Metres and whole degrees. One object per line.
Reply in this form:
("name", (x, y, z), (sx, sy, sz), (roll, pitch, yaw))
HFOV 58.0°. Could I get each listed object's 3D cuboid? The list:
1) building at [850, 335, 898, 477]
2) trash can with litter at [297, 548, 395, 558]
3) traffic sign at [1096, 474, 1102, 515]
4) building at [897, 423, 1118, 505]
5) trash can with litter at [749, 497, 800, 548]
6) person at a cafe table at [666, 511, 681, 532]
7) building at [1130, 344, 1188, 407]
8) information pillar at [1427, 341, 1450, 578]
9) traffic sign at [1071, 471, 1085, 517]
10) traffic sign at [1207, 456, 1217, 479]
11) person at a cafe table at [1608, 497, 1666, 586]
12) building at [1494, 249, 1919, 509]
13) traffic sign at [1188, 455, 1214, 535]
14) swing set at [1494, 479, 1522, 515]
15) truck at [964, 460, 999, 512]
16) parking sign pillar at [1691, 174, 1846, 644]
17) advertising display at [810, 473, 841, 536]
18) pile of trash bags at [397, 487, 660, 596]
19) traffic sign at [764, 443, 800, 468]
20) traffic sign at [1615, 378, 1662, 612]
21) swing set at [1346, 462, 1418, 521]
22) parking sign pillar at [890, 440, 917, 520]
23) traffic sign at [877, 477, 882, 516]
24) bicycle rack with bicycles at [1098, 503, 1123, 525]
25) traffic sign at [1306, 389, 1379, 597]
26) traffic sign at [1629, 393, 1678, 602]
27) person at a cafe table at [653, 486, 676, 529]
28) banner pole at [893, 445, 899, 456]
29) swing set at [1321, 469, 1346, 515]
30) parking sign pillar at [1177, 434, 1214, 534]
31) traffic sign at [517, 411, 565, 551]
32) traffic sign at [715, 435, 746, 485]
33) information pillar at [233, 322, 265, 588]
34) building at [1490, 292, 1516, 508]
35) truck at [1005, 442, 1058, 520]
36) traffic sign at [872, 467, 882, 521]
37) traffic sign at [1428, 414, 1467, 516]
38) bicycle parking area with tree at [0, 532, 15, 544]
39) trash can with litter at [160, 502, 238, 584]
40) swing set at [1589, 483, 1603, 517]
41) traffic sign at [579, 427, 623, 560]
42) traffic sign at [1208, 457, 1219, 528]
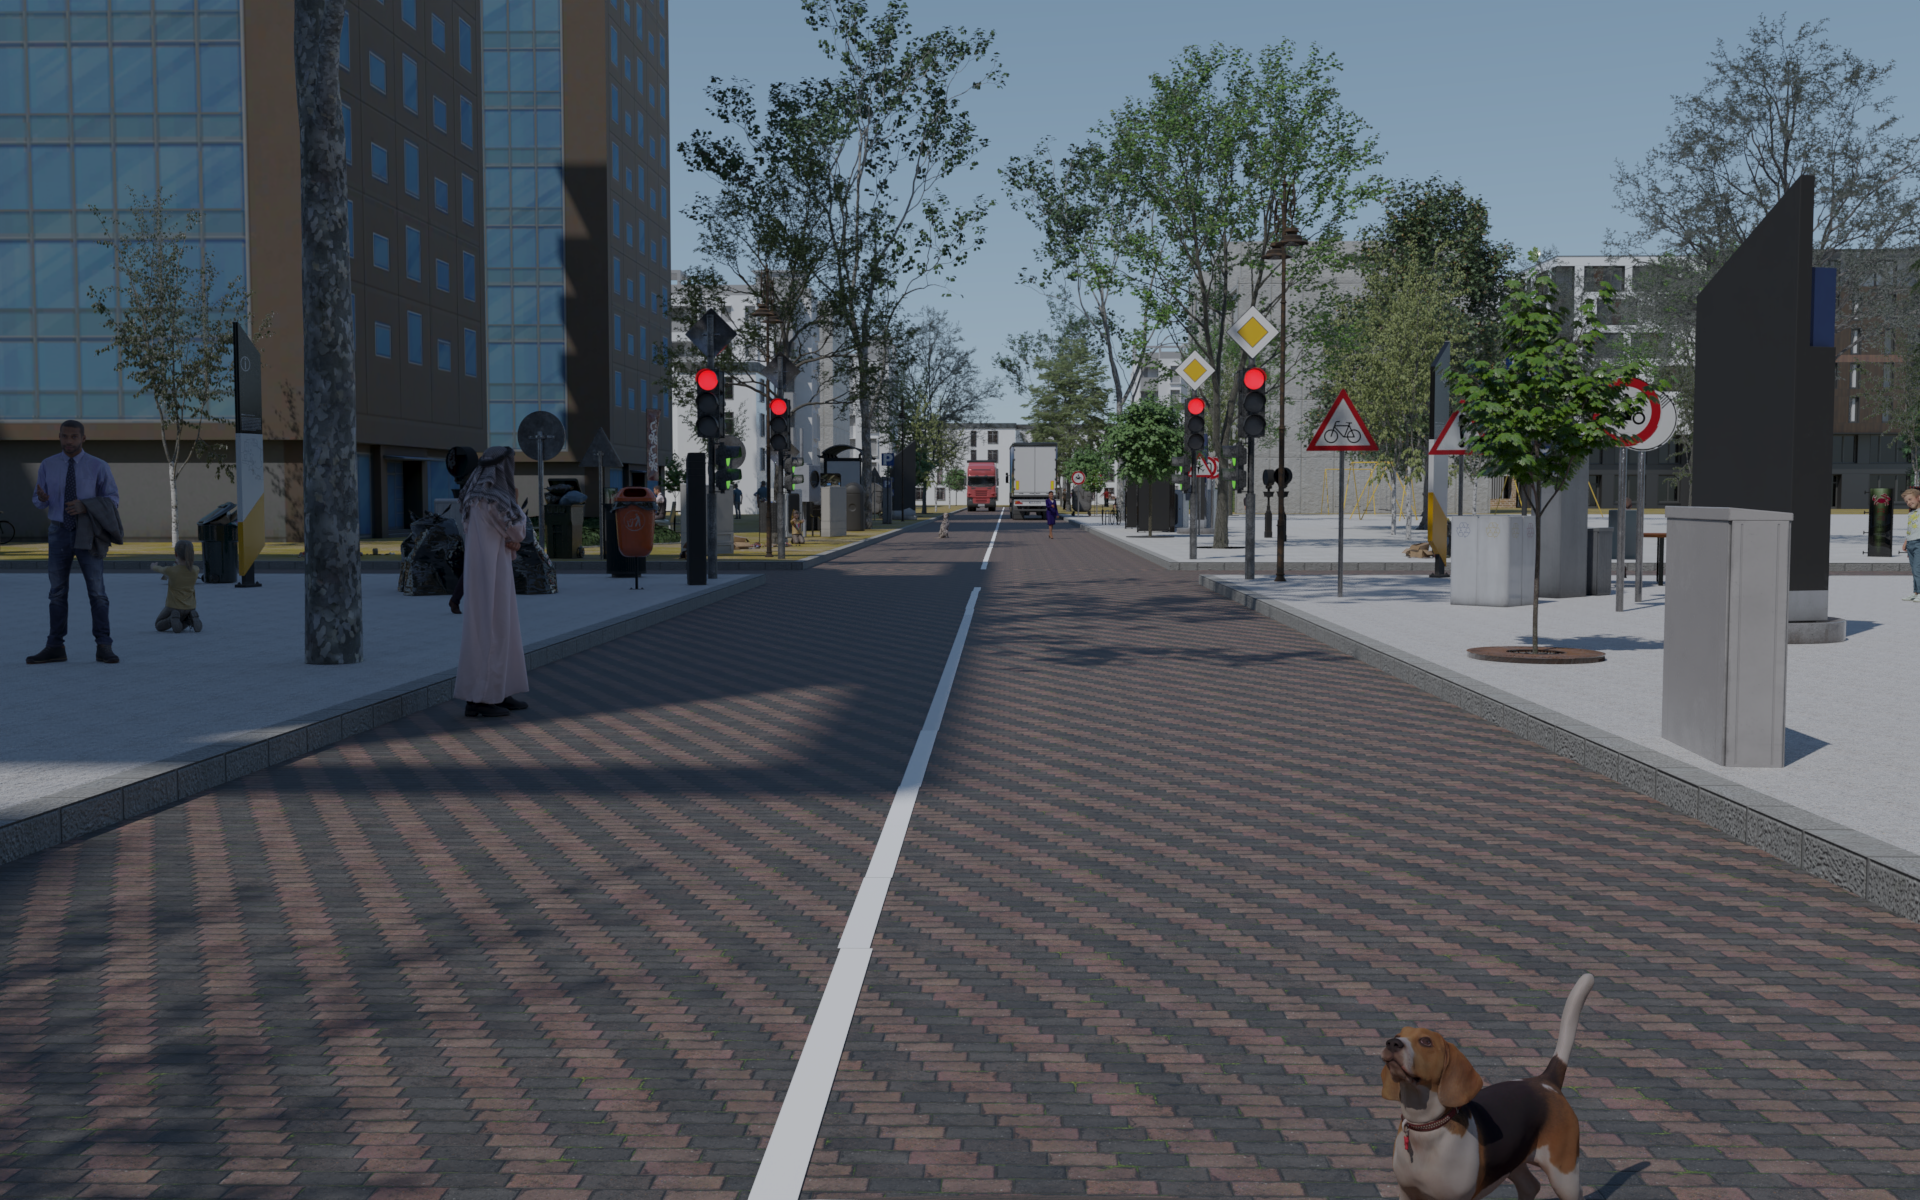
("building", (-13.654, -21.789, 212.670), (11.380, 20.091, 16.016), (0, 4, 2))
("trash can with litter", (-12.768, -1.520, 35.904), (2.233, 1.210, 1.678), (-3, 4, -37))
("traffic sign", (8.373, -6.472, 105.922), (0.768, 2.556, 0.104), (0, 4, 6))
("building", (6.691, -16.311, 208.826), (28.070, 9.664, 9.099), (0, 4, 2))
("trash can with litter", (-5.012, -1.898, 42.091), (2.233, 1.210, 1.678), (0, 4, -4))
("person at a cafe table", (-8.688, -2.891, 58.125), (1.726, 1.238, 1.698), (2, 4, 29))
("building", (26.957, -21.712, 211.403), (11.380, 20.091, 16.016), (0, 4, 2))
("information pillar", (7.317, -2.147, 26.455), (0.183, 3.616, 0.504), (3, 5, 42))
("traffic sign", (6.496, -5.807, 95.050), (0.768, 2.556, 0.104), (1, 4, 10))
("traffic sign", (8.146, -3.511, 57.510), (0.768, 2.556, 0.104), (0, 4, 6))
("person at a cafe table", (9.294, -0.822, 24.305), (1.698, 1.238, 1.726), (1, 4, 20))
("building", (67.579, -19.245, 158.632), (32.646, 21.610, 27.936), (0, 4, 2))
("traffic sign", (7.479, -3.309, 54.099), (0.884, 2.594, 0.081), (0, 4, 7))
("swing set", (34.629, -6.571, 105.055), (3.119, 2.851, 2.862), (-1, 4, -20))
("truck", (1.834, -9.525, 144.647), (2.839, 4.237, 11.283), (0, 4, 1))
("parking sign pillar", (7.117, -1.646, 15.382), (1.447, 3.967, 1.447), (-1, 4, -15))
("advertising display", (-4.103, -2.920, 52.949), (0.974, 1.923, 0.123), (-2, 4, -25))
("pile of trash bags", (-5.704, -0.800, 22.832), (3.447, 1.369, 1.912), (-1, 4, -9))
("traffic sign", (-3.914, -2.340, 37.995), (0.795, 2.593, 0.064), (0, 4, 6))
("traffic sign", (7.195, -1.144, 18.816), (0.768, 2.556, 0.104), (0, 4, 4))
("swing set", (21.349, -5.489, 87.371), (2.862, 2.851, 3.119), (0, 4, 2))
("parking sign pillar", (-2.854, -5.983, 86.299), (1.447, 3.967, 1.447), (-3, 4, -36))
("traffic sign", (-4.844, -6.158, 102.805), (0.606, 2.300, 0.079), (1, 4, 10))
("bicycle rack with bicycles", (6.856, -3.580, 71.918), (2.852, 0.926, 2.925), (1, 4, 10))
("traffic sign", (4.727, -1.313, 21.467), (0.884, 2.594, 0.081), (0, 4, 5))
("traffic sign", (8.063, -1.248, 20.509), (0.768, 2.556, 0.104), (1, 4, 10))
("person at a cafe table", (-8.979, -2.518, 49.692), (1.622, 1.524, 1.698), (0, 4, 3))
("banner pole", (-3.263, -6.026, 88.537), (0.401, 3.779, 0.863), (-1, 4, -23))
("swing set", (23.994, -6.728, 107.622), (3.119, 2.851, 2.862), (0, 4, 2))
("parking sign pillar", (7.754, -4.135, 56.081), (1.447, 3.967, 1.447), (1, 4, 11))
("traffic sign", (-6.404, -1.613, 26.479), (0.768, 2.556, 0.104), (1, 4, 8))
("traffic sign", (-5.010, -2.288, 37.512), (0.768, 2.556, 0.104), (0, 4, 7))
("information pillar", (-9.783, -1.986, 23.828), (0.183, 3.616, 0.504), (1, 4, 14))
("building", (45.492, -18.885, 165.196), (11.380, 20.091, 16.016), (0, 4, 2))
("truck", (4.110, -6.766, 99.537), (2.839, 4.237, 11.283), (0, 4, 1))
("traffic sign", (-4.052, -5.028, 82.204), (0.884, 2.594, 0.081), (0, 4, 7))
("traffic sign", (6.811, -1.441, 23.562), (0.884, 2.594, 0.081), (0, 4, 8))
("bicycle parking area with tree", (-28.424, -3.319, 41.275), (8.231, 4.147, 9.016), (2, 4, 27))
("trash can with litter", (-10.821, -0.818, 24.768), (1.055, 1.170, 0.624), (-3, 5, -40))
("swing set", (33.894, -6.047, 96.483), (2.862, 2.851, 3.119), (0, 4, -8))
("traffic sign", (-6.986, -2.060, 33.688), (0.884, 2.594, 0.081), (0, 4, 7))
("traffic sign", (8.612, -3.612, 59.163), (0.768, 2.556, 0.104), (1, 4, 8))
